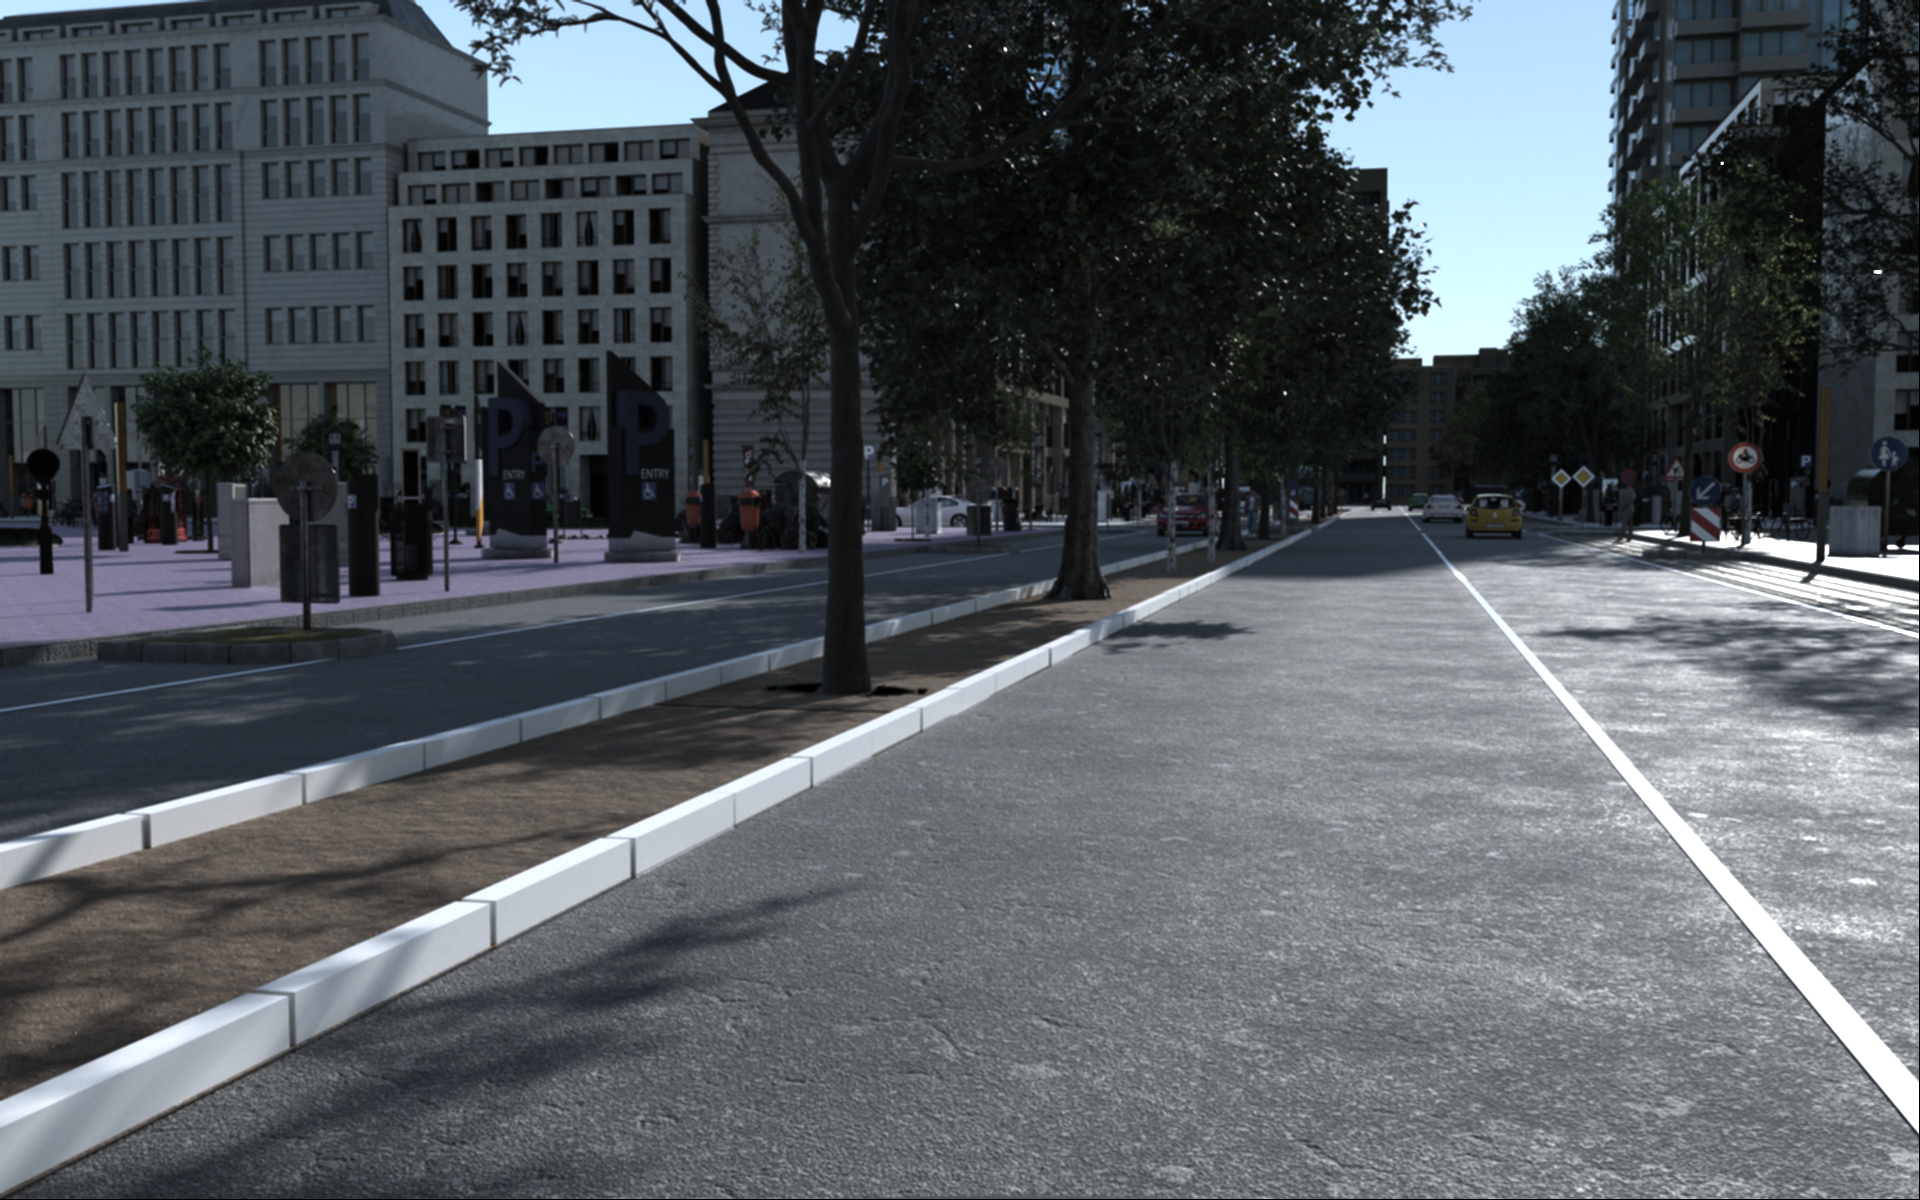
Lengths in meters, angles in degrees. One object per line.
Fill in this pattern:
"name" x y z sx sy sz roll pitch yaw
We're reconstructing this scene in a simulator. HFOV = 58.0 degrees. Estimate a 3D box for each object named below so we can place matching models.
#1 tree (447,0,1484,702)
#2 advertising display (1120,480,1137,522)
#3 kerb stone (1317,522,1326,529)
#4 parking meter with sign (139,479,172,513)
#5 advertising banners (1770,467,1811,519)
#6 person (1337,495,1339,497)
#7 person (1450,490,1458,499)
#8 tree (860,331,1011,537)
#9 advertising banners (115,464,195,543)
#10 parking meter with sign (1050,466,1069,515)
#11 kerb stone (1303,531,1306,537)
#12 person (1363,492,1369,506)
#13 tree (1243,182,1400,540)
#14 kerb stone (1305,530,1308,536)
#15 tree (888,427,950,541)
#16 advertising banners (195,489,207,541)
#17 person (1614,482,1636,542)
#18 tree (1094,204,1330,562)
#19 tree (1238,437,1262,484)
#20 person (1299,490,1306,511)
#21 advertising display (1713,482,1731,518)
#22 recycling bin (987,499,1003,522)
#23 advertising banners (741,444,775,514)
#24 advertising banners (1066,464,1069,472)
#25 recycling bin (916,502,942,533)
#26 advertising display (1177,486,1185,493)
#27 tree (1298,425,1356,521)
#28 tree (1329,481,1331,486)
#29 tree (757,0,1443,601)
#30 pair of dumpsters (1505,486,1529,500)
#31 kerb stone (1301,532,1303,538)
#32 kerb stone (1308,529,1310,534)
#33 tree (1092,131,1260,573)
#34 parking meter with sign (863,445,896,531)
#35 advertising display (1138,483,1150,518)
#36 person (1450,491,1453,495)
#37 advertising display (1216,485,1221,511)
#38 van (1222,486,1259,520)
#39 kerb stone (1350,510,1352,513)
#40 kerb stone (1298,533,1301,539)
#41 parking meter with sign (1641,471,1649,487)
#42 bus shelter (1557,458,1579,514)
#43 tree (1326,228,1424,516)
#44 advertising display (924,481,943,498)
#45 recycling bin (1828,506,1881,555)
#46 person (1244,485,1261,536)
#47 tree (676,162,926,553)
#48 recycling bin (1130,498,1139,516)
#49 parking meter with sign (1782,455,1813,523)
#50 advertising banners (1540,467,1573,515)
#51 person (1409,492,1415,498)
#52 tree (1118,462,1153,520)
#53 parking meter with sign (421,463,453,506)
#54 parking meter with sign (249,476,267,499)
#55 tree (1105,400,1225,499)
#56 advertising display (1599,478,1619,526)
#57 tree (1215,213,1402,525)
"tree" -0.823 -6.060 11.900 12.009 13.543 11.850 0 3 0
"advertising display" 7.809 -4.630 80.909 0.123 1.923 0.974 -2 4 -28
"kerb stone" 15.479 -3.178 74.154 0.120 0.150 1.000 1 4 14
"parking meter with sign" -42.166 -5.784 90.827 1.738 3.016 0.543 0 4 -1
"advertising banners" 42.272 -5.618 88.038 2.074 3.025 0.090 0 4 3
"person" 47.315 -12.735 216.585 0.709 1.838 0.599 3 4 37
"person" 47.164 -9.609 165.591 1.348 1.826 0.705 -2 4 -27
"tree" -0.961 -6.170 51.235 4.737 8.622 4.395 0 3 0
"advertising banners" -21.101 -2.996 45.165 2.074 3.025 0.090 0 4 1
"parking meter with sign" 6.476 -6.770 106.947 1.738 3.016 0.543 -1 4 -18
"kerb stone" 11.159 -2.110 56.738 0.120 0.150 1.000 1 4 14
"person" 50.822 -12.688 216.879 0.436 1.711 0.756 -2 4 -31
"tree" 9.530 -7.659 53.430 9.928 11.665 9.643 0 3 0
"kerb stone" 11.414 -2.173 57.727 0.120 0.150 1.000 1 4 14
"tree" -1.309 -3.222 47.277 1.663 3.219 1.824 0 3 0
"advertising banners" -20.940 -3.077 46.503 0.090 3.025 2.074 1 4 12
"person" 19.887 -2.631 51.790 0.573 1.790 0.520 1 4 22
"tree" 5.260 -5.077 35.827 4.737 8.622 4.395 0 3 0
"tree" 19.918 -13.265 135.017 7.486 12.596 7.792 0 3 0
"person" 28.336 -8.236 143.338 0.592 1.802 0.473 -1 4 -9
"advertising display" 41.479 -5.448 94.288 0.974 1.923 0.123 0 4 -5
"recycling bin" 1.658 -4.192 81.099 0.722 1.027 0.722 2 4 29
"advertising banners" -6.906 -4.013 61.796 2.074 3.025 0.090 -3 4 -38
"advertising banners" 6.142 -5.506 86.215 2.074 3.025 0.090 2 4 35
"recycling bin" -1.026 -2.705 56.773 0.722 1.027 0.722 1 4 13
"advertising display" 18.449 -8.553 145.048 0.974 1.923 0.123 2 4 24
"tree" 19.088 -8.516 92.052 4.360 8.622 3.978 0 3 0
"tree" 11.411 -6.598 60.700 4.737 8.622 4.395 0 3 0
"tree" 1.684 -6.363 23.508 9.611 12.733 9.660 0 3 0
"pair of dumpsters" 43.928 -8.205 136.638 1.574 2.255 4.437 1 4 14
"kerb stone" 10.672 -1.991 54.747 0.120 0.150 1.000 1 4 14
"kerb stone" 11.900 -2.291 59.713 0.120 0.150 1.000 1 4 14
"tree" 3.876 -4.805 31.390 4.360 8.622 3.978 0 3 0
"parking meter with sign" -2.797 -3.933 60.559 0.543 3.016 1.738 -2 4 -33
"advertising display" 9.835 -5.370 93.019 0.974 1.923 0.123 -3 4 -38
"person" 54.488 -11.175 191.884 0.621 1.740 0.551 0 4 -1
"advertising display" 19.149 -7.528 128.299 0.123 1.923 0.974 -1 4 -10
"van" 15.218 -5.297 93.624 2.013 2.044 4.112 1 4 14
"kerb stone" 27.312 -6.100 121.924 0.120 0.150 1.000 1 4 14
"kerb stone" 10.427 -1.928 53.744 0.120 0.150 1.000 1 4 14
"parking meter with sign" 50.475 -8.047 127.823 0.543 3.016 1.738 2 4 27
"bus shelter" 39.056 -7.355 111.539 1.731 3.624 6.357 1 4 14
"tree" 22.633 -15.456 111.053 12.611 20.169 13.585 0 3 0
"advertising display" -1.244 -4.669 81.558 0.974 1.923 0.123 -2 4 -25
"recycling bin" 18.941 -1.475 36.669 0.722 1.027 0.722 -1 4 -20
"person" 9.895 -3.007 58.496 0.563 1.720 0.643 2 4 24
"tree" -3.655 -5.332 37.534 4.360 8.622 3.978 0 3 0
"recycling bin" 10.430 -5.444 101.558 0.722 1.027 0.722 -2 4 -26
"parking meter with sign" 37.021 -4.915 76.620 1.738 3.016 0.543 -3 4 -39
"advertising banners" 37.284 -6.858 108.312 2.074 3.025 0.090 0 4 -1
"person" 54.294 -12.122 207.421 0.721 1.735 1.217 -3 4 -36
"tree" 8.716 -5.534 85.090 1.663 3.219 1.824 0 3 0
"parking meter with sign" -26.592 -5.613 88.036 1.738 3.016 0.543 0 4 6
"parking meter with sign" -29.195 -4.643 72.177 0.543 3.016 1.738 0 4 4
"tree" 11.987 -11.244 101.966 7.486 12.596 7.792 0 3 0
"advertising display" 25.895 -3.908 69.116 0.974 1.923 0.123 -2 4 -28
"tree" 14.134 -10.058 73.560 9.857 13.997 8.962 0 3 0
